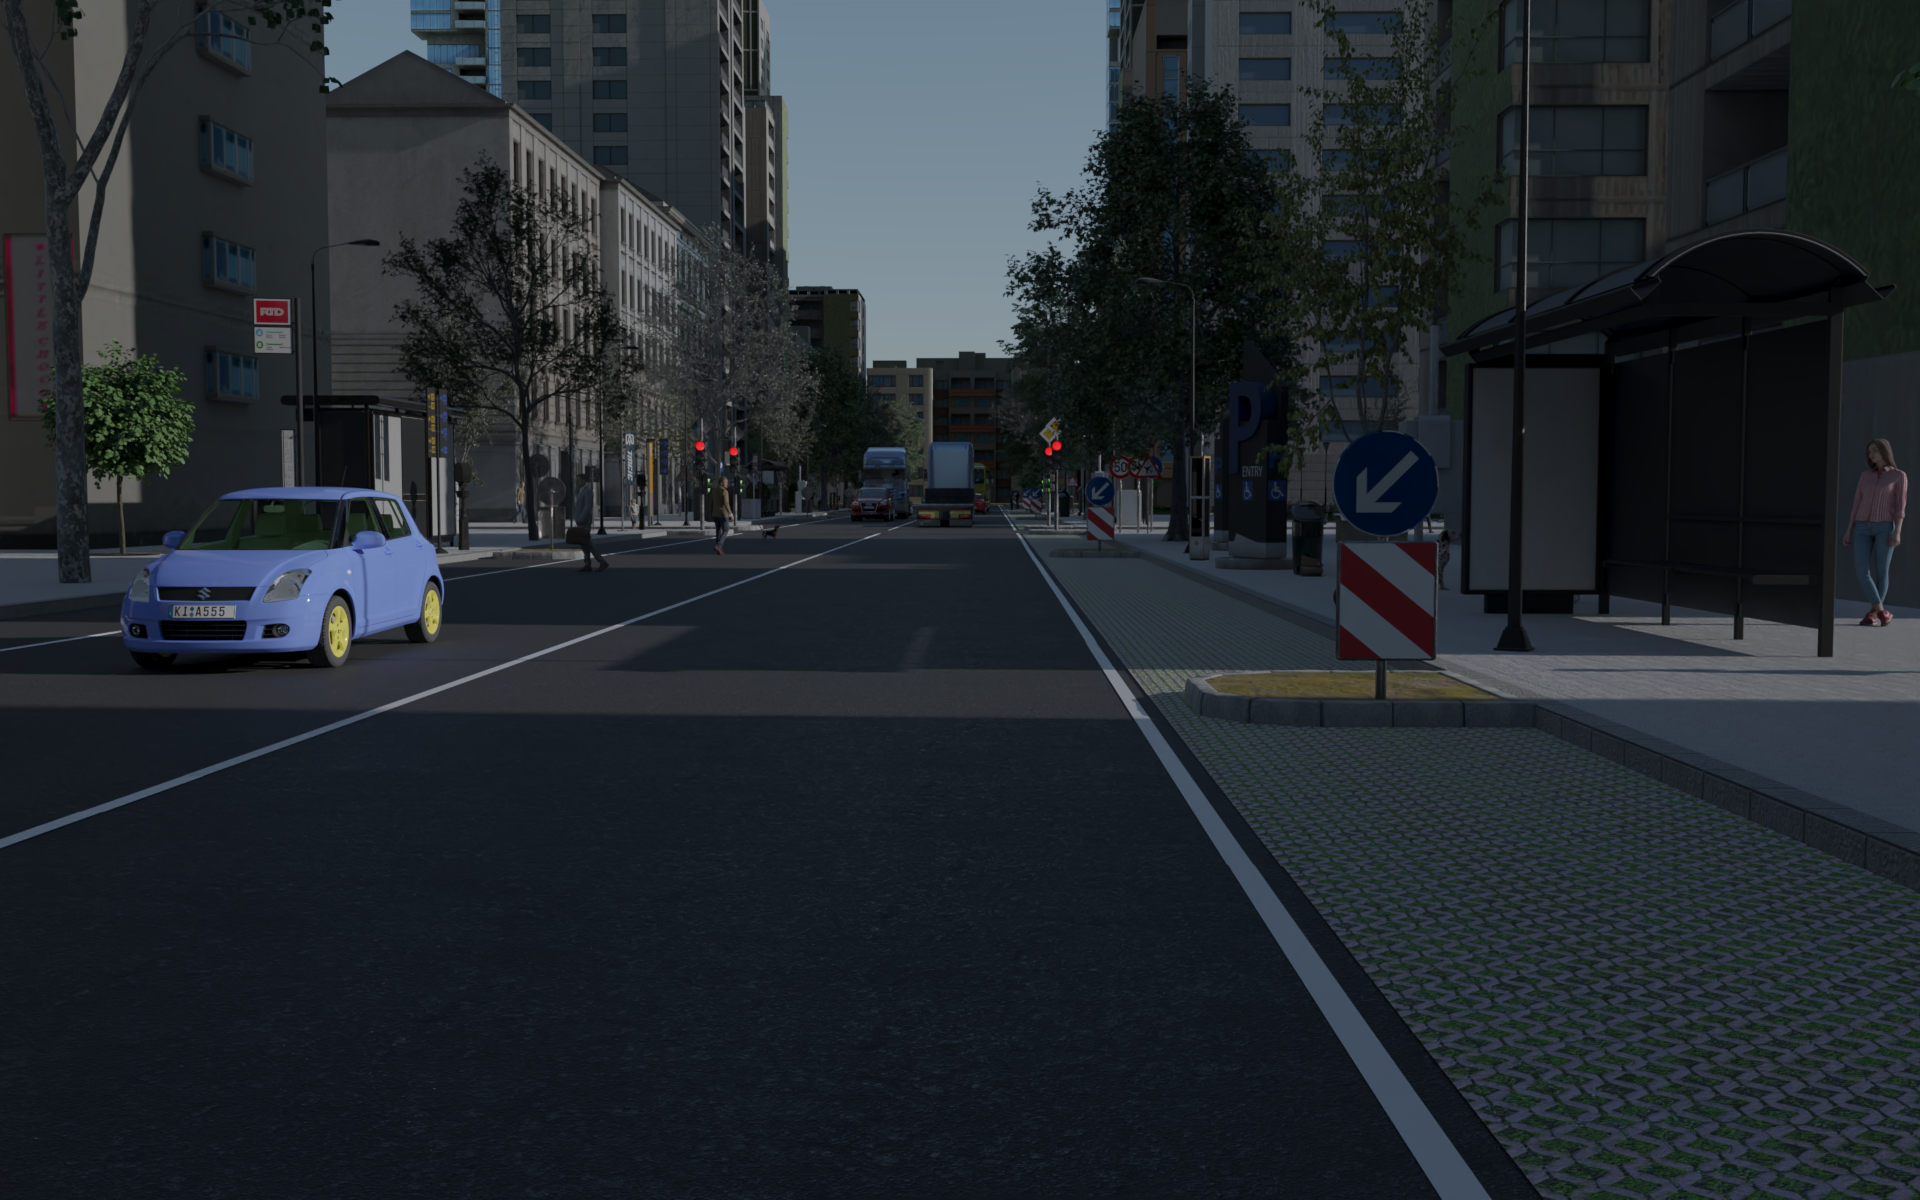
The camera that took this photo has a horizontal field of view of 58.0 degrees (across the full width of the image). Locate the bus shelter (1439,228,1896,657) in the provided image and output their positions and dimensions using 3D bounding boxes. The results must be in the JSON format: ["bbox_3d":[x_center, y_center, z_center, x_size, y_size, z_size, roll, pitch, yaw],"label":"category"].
[{"bbox_3d":[6.137,-1.350,15.991,2.014,3.302,5.546,0,4,1],"label":"bus shelter"}]

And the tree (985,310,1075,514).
[{"bbox_3d":[6.910,-12.276,111.078,12.009,13.543,11.850,0,3,0],"label":"tree"}]

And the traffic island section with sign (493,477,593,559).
[{"bbox_3d":[-9.280,-1.858,39.003,1.989,1.847,2.006,0,4,1],"label":"traffic island section with sign"}]

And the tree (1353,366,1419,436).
[{"bbox_3d":[24.934,-9.188,100.588,4.360,8.622,3.978,0,3,0],"label":"tree"}]

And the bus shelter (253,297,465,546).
[{"bbox_3d":[-13.296,-3.700,38.129,2.179,5.291,8.768,0,4,1],"label":"bus shelter"}]

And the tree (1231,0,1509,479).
[{"bbox_3d":[5.934,-4.571,25.097,4.737,8.622,4.395,0,3,0],"label":"tree"}]

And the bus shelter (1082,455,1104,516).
[{"bbox_3d":[7.685,-7.213,95.566,2.179,5.291,8.768,0,4,1],"label":"bus shelter"}]

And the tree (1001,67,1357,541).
[{"bbox_3d":[5.968,-7.961,47.175,9.611,12.733,9.660,0,3,0],"label":"tree"}]

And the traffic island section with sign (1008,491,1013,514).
[{"bbox_3d":[4.537,-6.938,122.061,1.989,1.847,2.006,0,4,1],"label":"traffic island section with sign"}]

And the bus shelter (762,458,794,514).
[{"bbox_3d":[-12.238,-7.579,115.192,1.731,3.624,6.357,0,4,1],"label":"bus shelter"}]

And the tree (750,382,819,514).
[{"bbox_3d":[-11.037,-9.683,108.675,4.360,8.622,3.978,0,3,0],"label":"tree"}]

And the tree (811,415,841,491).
[{"bbox_3d":[-10.951,-11.756,142.574,4.737,8.622,4.395,0,3,0],"label":"tree"}]

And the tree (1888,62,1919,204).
[{"bbox_3d":[5.691,-1.440,7.255,4.285,4.588,4.351,0,3,0],"label":"tree"}]

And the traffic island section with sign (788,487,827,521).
[{"bbox_3d":[-8.289,-5.238,94.273,1.989,1.847,2.006,0,4,1],"label":"traffic island section with sign"}]

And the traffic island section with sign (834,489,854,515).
[{"bbox_3d":[-7.788,-6.940,122.104,1.989,1.847,2.006,0,4,1],"label":"traffic island section with sign"}]

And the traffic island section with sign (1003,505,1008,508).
[{"bbox_3d":[5.421,-9.971,171.658,1.989,1.847,2.006,0,4,1],"label":"traffic island section with sign"}]

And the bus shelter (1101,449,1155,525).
[{"bbox_3d":[7.118,-4.939,74.678,2.014,3.302,5.546,0,4,1],"label":"bus shelter"}]

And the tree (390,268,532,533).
[{"bbox_3d":[-16.312,-6.507,56.750,4.360,8.622,3.978,0,3,0],"label":"tree"}]

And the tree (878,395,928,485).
[{"bbox_3d":[-8.907,-19.280,221.887,9.857,13.997,8.962,0,3,0],"label":"tree"}]

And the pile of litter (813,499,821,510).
[{"bbox_3d":[-11.602,-7.764,140.912,1.719,0.858,1.176,-3,5,-40],"label":"pile of litter"}]

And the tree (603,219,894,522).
[{"bbox_3d":[-11.071,-10.273,78.340,12.009,13.543,11.850,0,3,0],"label":"tree"}]

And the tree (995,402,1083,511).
[{"bbox_3d":[6.802,-11.793,127.220,8.767,10.594,7.601,0,4,5],"label":"tree"}]

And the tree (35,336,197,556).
[{"bbox_3d":[-17.634,-3.221,36.382,4.285,4.588,4.351,0,3,0],"label":"tree"}]

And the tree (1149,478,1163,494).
[{"bbox_3d":[13.281,-7.677,120.117,1.663,3.219,1.824,0,3,0],"label":"tree"}]

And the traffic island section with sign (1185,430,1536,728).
[{"bbox_3d":[2.544,-0.176,11.511,1.989,1.847,2.006,0,4,1],"label":"traffic island section with sign"}]

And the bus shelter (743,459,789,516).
[{"bbox_3d":[-11.398,-6.630,102.326,2.014,3.302,5.546,0,4,1],"label":"bus shelter"}]

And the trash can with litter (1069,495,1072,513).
[{"bbox_3d":[7.303,-6.344,114.786,1.678,1.210,2.233,-2,4,-24],"label":"trash can with litter"}]

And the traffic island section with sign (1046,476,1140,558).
[{"bbox_3d":[3.040,-1.887,39.484,1.989,1.847,2.006,0,4,1],"label":"traffic island section with sign"}]

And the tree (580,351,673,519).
[{"bbox_3d":[-17.066,-8.396,87.638,4.360,8.622,3.978,0,3,0],"label":"tree"}]

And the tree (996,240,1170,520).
[{"bbox_3d":[6.432,-10.931,85.371,9.857,13.997,8.962,0,3,0],"label":"tree"}]

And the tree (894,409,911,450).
[{"bbox_3d":[-10.005,-16.602,181.809,12.009,13.543,11.850,0,3,0],"label":"tree"}]

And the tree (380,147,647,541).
[{"bbox_3d":[-12.099,-6.914,47.456,7.601,10.594,8.767,0,4,-6],"label":"tree"}]

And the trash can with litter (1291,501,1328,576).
[{"bbox_3d":[5.572,-0.976,27.339,0.624,1.170,1.055,0,4,2],"label":"trash can with litter"}]

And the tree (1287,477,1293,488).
[{"bbox_3d":[18.496,-6.565,101.939,1.663,3.219,1.824,0,3,0],"label":"tree"}]

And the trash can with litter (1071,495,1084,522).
[{"bbox_3d":[6.474,-4.138,78.713,2.233,1.210,1.678,-1,4,-12],"label":"trash can with litter"}]

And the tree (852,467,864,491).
[{"bbox_3d":[-9.258,-11.269,167.955,4.285,4.588,4.351,0,3,0],"label":"tree"}]

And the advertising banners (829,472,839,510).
[{"bbox_3d":[-9.922,-8.580,136.478,0.090,3.025,2.074,-2,4,-25],"label":"advertising banners"}]

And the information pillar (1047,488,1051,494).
[{"bbox_3d":[6.366,-7.257,123.143,0.304,2.012,0.304,3,4,38],"label":"information pillar"}]

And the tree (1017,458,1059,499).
[{"bbox_3d":[7.100,-10.451,154.580,4.285,4.588,4.351,0,3,0],"label":"tree"}]

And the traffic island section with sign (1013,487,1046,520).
[{"bbox_3d":[4.048,-5.289,95.110,1.989,1.847,2.006,0,4,1],"label":"traffic island section with sign"}]

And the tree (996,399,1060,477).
[{"bbox_3d":[7.604,-16.103,181.409,7.486,12.596,7.792,0,3,0],"label":"tree"}]

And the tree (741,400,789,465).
[{"bbox_3d":[-15.246,-11.372,136.299,4.737,8.622,4.395,0,3,0],"label":"tree"}]

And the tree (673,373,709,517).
[{"bbox_3d":[-15.967,-9.047,98.274,4.360,8.622,3.978,0,3,0],"label":"tree"}]

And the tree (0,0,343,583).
[{"bbox_3d":[-11.570,-10.260,23.638,12.611,20.169,13.585,0,3,0],"label":"tree"}]

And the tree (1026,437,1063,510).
[{"bbox_3d":[7.036,-11.357,136.041,4.737,8.622,4.395,0,3,0],"label":"tree"}]

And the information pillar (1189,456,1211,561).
[{"bbox_3d":[4.648,-1.777,33.550,0.304,2.012,0.304,2,4,32],"label":"information pillar"}]

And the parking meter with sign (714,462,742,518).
[{"bbox_3d":[-12.385,-5.910,92.890,1.738,3.016,0.543,3,5,41],"label":"parking meter with sign"}]

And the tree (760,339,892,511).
[{"bbox_3d":[-10.071,-12.924,128.310,9.611,12.733,9.660,0,3,0],"label":"tree"}]
